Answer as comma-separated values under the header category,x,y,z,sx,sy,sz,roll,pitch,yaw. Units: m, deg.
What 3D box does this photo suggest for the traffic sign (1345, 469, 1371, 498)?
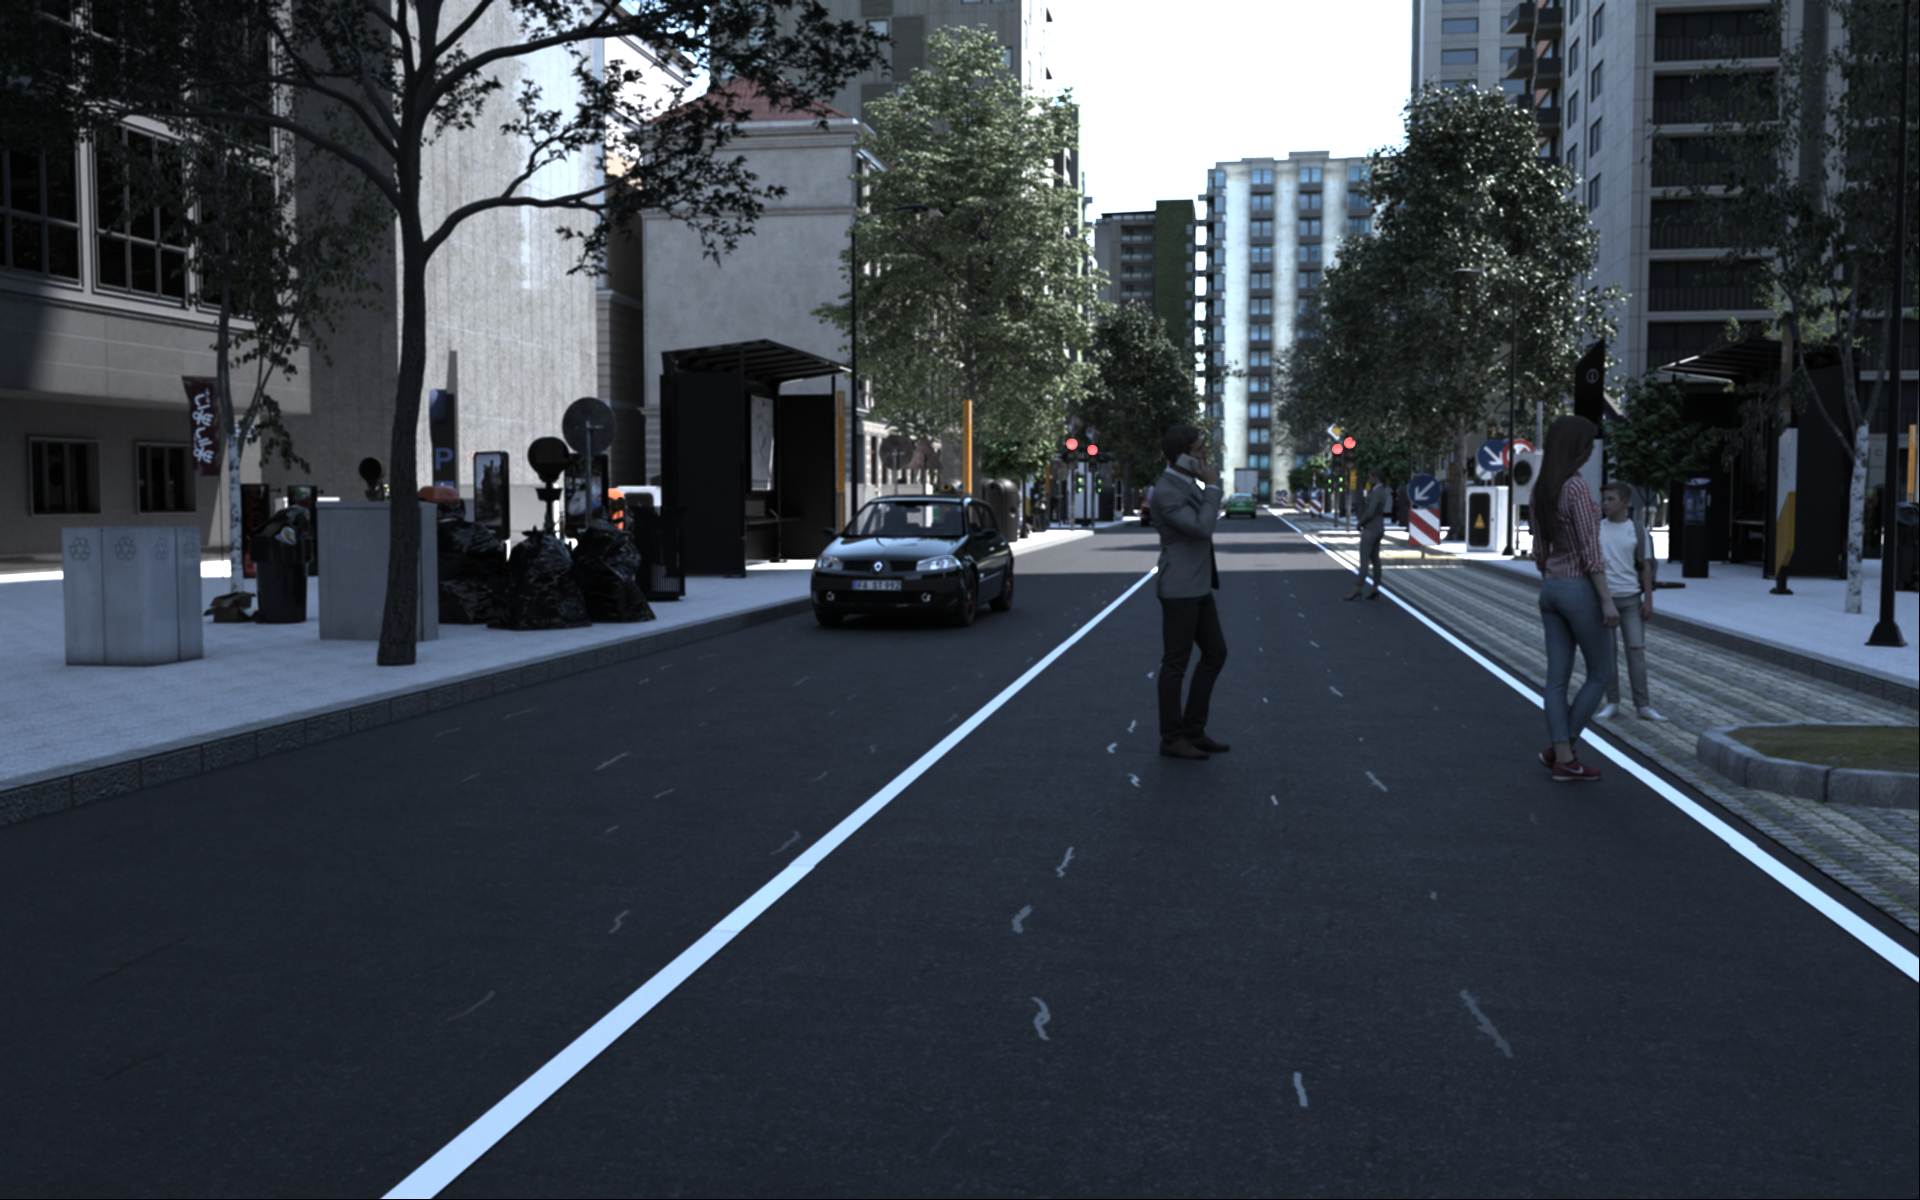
category,x,y,z,sx,sy,sz,roll,pitch,yaw
traffic sign,25.594,-7.123,110.332,2.265,3.308,0.079,1,4,19

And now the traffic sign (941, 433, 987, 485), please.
category,x,y,z,sx,sy,sz,roll,pitch,yaw
traffic sign,0.461,-3.881,57.331,2.265,3.308,0.079,1,4,16

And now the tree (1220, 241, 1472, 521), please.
category,x,y,z,sx,sy,sz,roll,pitch,yaw
tree,19.301,-10.529,82.513,12.009,13.543,11.850,0,3,0

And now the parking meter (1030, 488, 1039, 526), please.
category,x,y,z,sx,sy,sz,roll,pitch,yaw
parking meter,3.003,-3.748,69.684,0.372,1.533,0.369,0,3,0

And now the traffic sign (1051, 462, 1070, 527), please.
category,x,y,z,sx,sy,sz,roll,pitch,yaw
traffic sign,3.922,-4.155,68.038,0.768,2.556,0.104,1,4,15

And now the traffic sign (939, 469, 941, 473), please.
category,x,y,z,sx,sy,sz,roll,pitch,yaw
traffic sign,-0.344,-3.571,58.492,0.768,2.556,0.104,1,4,17

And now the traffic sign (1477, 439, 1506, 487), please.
category,x,y,z,sx,sy,sz,roll,pitch,yaw
traffic sign,12.430,-2.465,40.403,0.768,2.556,0.104,1,4,13

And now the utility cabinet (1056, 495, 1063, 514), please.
category,x,y,z,sx,sy,sz,roll,pitch,yaw
utility cabinet,4.794,-4.358,82.412,0.306,1.237,1.020,1,4,13

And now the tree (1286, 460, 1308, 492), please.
category,x,y,z,sx,sy,sz,roll,pitch,yaw
tree,27.453,-9.055,131.770,4.285,4.588,4.351,0,3,0

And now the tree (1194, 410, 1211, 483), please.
category,x,y,z,sx,sy,sz,roll,pitch,yaw
tree,23.438,-16.367,185.728,7.486,12.596,7.792,0,3,0

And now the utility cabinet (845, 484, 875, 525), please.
category,x,y,z,sx,sy,sz,roll,pitch,yaw
utility cabinet,-2.229,-1.766,37.555,0.318,1.500,1.173,-2,4,-31

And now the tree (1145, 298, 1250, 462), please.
category,x,y,z,sx,sy,sz,roll,pitch,yaw
tree,21.501,-19.018,166.836,12.611,20.169,13.585,0,3,0

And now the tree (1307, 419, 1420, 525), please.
category,x,y,z,sx,sy,sz,roll,pitch,yaw
tree,17.523,-5.374,71.587,4.285,4.588,4.351,0,3,0

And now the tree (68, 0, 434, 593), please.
category,x,y,z,sx,sy,sz,roll,pitch,yaw
tree,-8.930,-4.366,21.754,4.360,8.622,3.978,0,3,0

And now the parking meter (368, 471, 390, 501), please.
category,x,y,z,sx,sy,sz,roll,pitch,yaw
parking meter,-12.333,-1.900,36.782,0.399,1.863,0.255,1,4,13

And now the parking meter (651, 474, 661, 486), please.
category,x,y,z,sx,sy,sz,roll,pitch,yaw
parking meter,-8.990,-2.801,51.514,0.399,1.863,0.255,2,4,26

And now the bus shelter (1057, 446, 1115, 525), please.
category,x,y,z,sx,sy,sz,roll,pitch,yaw
bus shelter,5.502,-4.965,75.098,2.014,3.302,5.546,1,4,9

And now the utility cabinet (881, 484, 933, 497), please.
category,x,y,z,sx,sy,sz,roll,pitch,yaw
utility cabinet,-1.174,-1.824,38.501,1.173,1.500,0.318,2,4,31

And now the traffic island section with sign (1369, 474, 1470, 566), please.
category,x,y,z,sx,sy,sz,roll,pitch,yaw
traffic island section with sign,9.254,-1.627,35.230,1.989,1.847,2.006,1,4,9

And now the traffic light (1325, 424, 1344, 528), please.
category,x,y,z,sx,sy,sz,roll,pitch,yaw
traffic light,14.271,-4.696,65.700,0.839,4.253,0.868,1,4,9

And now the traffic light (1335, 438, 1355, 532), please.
category,x,y,z,sx,sy,sz,roll,pitch,yaw
traffic light,12.966,-4.214,57.822,0.839,4.253,0.868,1,4,9

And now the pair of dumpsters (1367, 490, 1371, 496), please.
category,x,y,z,sx,sy,sz,roll,pitch,yaw
pair of dumpsters,27.478,-6.756,112.957,1.574,2.255,4.437,1,4,10

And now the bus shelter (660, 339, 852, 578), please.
category,x,y,z,sx,sy,sz,roll,pitch,yaw
bus shelter,-3.303,-2.337,29.495,1.731,3.624,6.357,1,4,9

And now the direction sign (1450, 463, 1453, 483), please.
category,x,y,z,sx,sy,sz,roll,pitch,yaw
direction sign,35.841,-8.152,125.288,0.379,3.537,0.876,-3,5,-42

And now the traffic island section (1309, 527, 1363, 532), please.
category,x,y,z,sx,sy,sz,roll,pitch,yaw
traffic island section,14.309,-2.662,65.808,2.009,0.180,2.903,1,4,9

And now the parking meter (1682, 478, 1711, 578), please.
category,x,y,z,sx,sy,sz,roll,pitch,yaw
parking meter,11.286,-1.109,26.541,0.372,1.533,0.369,0,3,0

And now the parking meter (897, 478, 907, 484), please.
category,x,y,z,sx,sy,sz,roll,pitch,yaw
parking meter,-2.111,-3.400,61.305,0.399,1.863,0.255,-2,4,-33

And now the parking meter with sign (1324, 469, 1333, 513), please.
category,x,y,z,sx,sy,sz,roll,pitch,yaw
parking meter with sign,25.691,-7.604,120.593,0.543,3.016,1.738,1,4,18

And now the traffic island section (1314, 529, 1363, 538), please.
category,x,y,z,sx,sy,sz,roll,pitch,yaw
traffic island section,13.004,-2.180,57.930,2.009,0.180,2.903,1,4,9

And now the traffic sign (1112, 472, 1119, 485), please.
category,x,y,z,sx,sy,sz,roll,pitch,yaw
traffic sign,7.387,-5.122,84.927,0.795,2.450,0.064,1,4,10

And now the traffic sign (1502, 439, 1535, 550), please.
category,x,y,z,sx,sy,sz,roll,pitch,yaw
traffic sign,12.858,-2.433,39.885,0.768,2.556,0.104,1,4,12

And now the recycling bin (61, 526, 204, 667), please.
category,x,y,z,sx,sy,sz,roll,pitch,yaw
recycling bin,-6.310,-0.041,13.231,0.722,1.027,0.722,1,4,9

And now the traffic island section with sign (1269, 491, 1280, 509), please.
category,x,y,z,sx,sy,sz,roll,pitch,yaw
traffic island section with sign,30.953,-9.637,166.198,1.989,1.847,2.006,1,4,9

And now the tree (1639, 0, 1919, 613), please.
category,x,y,z,sx,sy,sz,roll,pitch,yaw
tree,9.659,-4.177,18.654,4.360,8.622,3.978,0,3,0

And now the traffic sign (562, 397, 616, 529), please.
category,x,y,z,sx,sy,sz,roll,pitch,yaw
traffic sign,-4.887,-1.387,22.789,0.768,2.556,0.104,1,4,13

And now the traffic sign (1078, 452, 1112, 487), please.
category,x,y,z,sx,sy,sz,roll,pitch,yaw
traffic sign,6.326,-5.565,84.862,2.265,3.308,0.079,1,4,13

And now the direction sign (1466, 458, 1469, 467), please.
category,x,y,z,sx,sy,sz,roll,pitch,yaw
direction sign,31.238,-7.063,107.471,0.876,3.537,0.379,-2,4,-29

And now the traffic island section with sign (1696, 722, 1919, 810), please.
category,x,y,z,sx,sy,sz,roll,pitch,yaw
traffic island section with sign,4.852,0.000,8.635,1.989,1.847,2.006,1,4,9

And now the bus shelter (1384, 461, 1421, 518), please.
category,x,y,z,sx,sy,sz,roll,pitch,yaw
bus shelter,23.127,-5.999,92.000,2.014,3.302,5.546,1,4,9

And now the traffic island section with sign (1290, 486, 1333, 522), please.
category,x,y,z,sx,sy,sz,roll,pitch,yaw
traffic island section with sign,18.343,-4.982,90.075,1.989,1.847,2.006,1,4,9

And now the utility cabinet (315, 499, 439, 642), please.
category,x,y,z,sx,sy,sz,roll,pitch,yaw
utility cabinet,-5.128,-0.251,15.269,1.020,1.237,0.306,1,4,13

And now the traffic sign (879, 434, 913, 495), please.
category,x,y,z,sx,sy,sz,roll,pitch,yaw
traffic sign,-1.374,-2.254,36.961,0.768,2.556,0.104,1,4,16

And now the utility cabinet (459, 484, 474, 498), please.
category,x,y,z,sx,sy,sz,roll,pitch,yaw
utility cabinet,-10.496,-1.734,37.037,1.173,1.500,0.318,2,4,29

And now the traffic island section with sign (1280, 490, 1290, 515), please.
category,x,y,z,sx,sy,sz,roll,pitch,yaw
traffic island section with sign,22.755,-6.608,116.668,1.989,1.847,2.006,1,4,9

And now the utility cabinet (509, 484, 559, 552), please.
category,x,y,z,sx,sy,sz,roll,pitch,yaw
utility cabinet,-9.305,-1.762,37.481,1.173,1.500,0.318,0,4,2

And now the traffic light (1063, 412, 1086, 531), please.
category,x,y,z,sx,sy,sz,roll,pitch,yaw
traffic light,3.875,-4.305,59.306,0.839,4.253,0.868,1,4,9

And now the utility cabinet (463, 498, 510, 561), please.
category,x,y,z,sx,sy,sz,roll,pitch,yaw
utility cabinet,-7.971,-1.065,28.567,1.020,1.237,0.306,0,3,0

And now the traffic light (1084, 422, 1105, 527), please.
category,x,y,z,sx,sy,sz,roll,pitch,yaw
traffic light,5.181,-4.787,67.184,0.839,4.253,0.868,1,4,9

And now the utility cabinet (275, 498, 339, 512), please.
category,x,y,z,sx,sy,sz,roll,pitch,yaw
utility cabinet,-11.088,-1.119,29.453,0.306,1.237,1.020,3,5,40

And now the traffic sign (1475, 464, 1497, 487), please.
category,x,y,z,sx,sy,sz,roll,pitch,yaw
traffic sign,19.471,-3.916,64.140,0.768,2.556,0.104,1,4,16

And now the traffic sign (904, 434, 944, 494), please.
category,x,y,z,sx,sy,sz,roll,pitch,yaw
traffic sign,-0.775,-2.287,37.397,0.884,2.594,0.081,1,4,13

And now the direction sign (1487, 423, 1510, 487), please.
category,x,y,z,sx,sy,sz,roll,pitch,yaw
direction sign,17.191,-3.875,55.360,0.876,3.537,0.379,-1,4,-22

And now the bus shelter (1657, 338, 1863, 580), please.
category,x,y,z,sx,sy,sz,roll,pitch,yaw
bus shelter,13.129,-2.305,28.964,1.731,3.624,6.357,1,4,9

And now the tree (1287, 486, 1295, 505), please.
category,x,y,z,sx,sy,sz,roll,pitch,yaw
tree,41.144,-13.345,212.785,1.663,3.219,1.824,0,3,0

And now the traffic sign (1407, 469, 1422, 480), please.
category,x,y,z,sx,sy,sz,roll,pitch,yaw
traffic sign,23.268,-5.417,88.678,0.768,2.556,0.104,1,4,14

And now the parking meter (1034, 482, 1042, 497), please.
category,x,y,z,sx,sy,sz,roll,pitch,yaw
parking meter,3.791,-4.939,86.463,0.255,1.863,0.399,-1,4,-14

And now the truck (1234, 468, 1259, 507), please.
category,x,y,z,sx,sy,sz,roll,pitch,yaw
truck,31.892,-12.479,192.947,2.839,4.237,11.283,1,4,10

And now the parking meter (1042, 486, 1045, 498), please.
category,x,y,z,sx,sy,sz,roll,pitch,yaw
parking meter,6.073,-7.443,127.396,0.255,1.863,0.399,1,4,15

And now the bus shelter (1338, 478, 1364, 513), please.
category,x,y,z,sx,sy,sz,roll,pitch,yaw
bus shelter,25.618,-7.339,113.921,2.014,3.302,5.546,1,4,9
